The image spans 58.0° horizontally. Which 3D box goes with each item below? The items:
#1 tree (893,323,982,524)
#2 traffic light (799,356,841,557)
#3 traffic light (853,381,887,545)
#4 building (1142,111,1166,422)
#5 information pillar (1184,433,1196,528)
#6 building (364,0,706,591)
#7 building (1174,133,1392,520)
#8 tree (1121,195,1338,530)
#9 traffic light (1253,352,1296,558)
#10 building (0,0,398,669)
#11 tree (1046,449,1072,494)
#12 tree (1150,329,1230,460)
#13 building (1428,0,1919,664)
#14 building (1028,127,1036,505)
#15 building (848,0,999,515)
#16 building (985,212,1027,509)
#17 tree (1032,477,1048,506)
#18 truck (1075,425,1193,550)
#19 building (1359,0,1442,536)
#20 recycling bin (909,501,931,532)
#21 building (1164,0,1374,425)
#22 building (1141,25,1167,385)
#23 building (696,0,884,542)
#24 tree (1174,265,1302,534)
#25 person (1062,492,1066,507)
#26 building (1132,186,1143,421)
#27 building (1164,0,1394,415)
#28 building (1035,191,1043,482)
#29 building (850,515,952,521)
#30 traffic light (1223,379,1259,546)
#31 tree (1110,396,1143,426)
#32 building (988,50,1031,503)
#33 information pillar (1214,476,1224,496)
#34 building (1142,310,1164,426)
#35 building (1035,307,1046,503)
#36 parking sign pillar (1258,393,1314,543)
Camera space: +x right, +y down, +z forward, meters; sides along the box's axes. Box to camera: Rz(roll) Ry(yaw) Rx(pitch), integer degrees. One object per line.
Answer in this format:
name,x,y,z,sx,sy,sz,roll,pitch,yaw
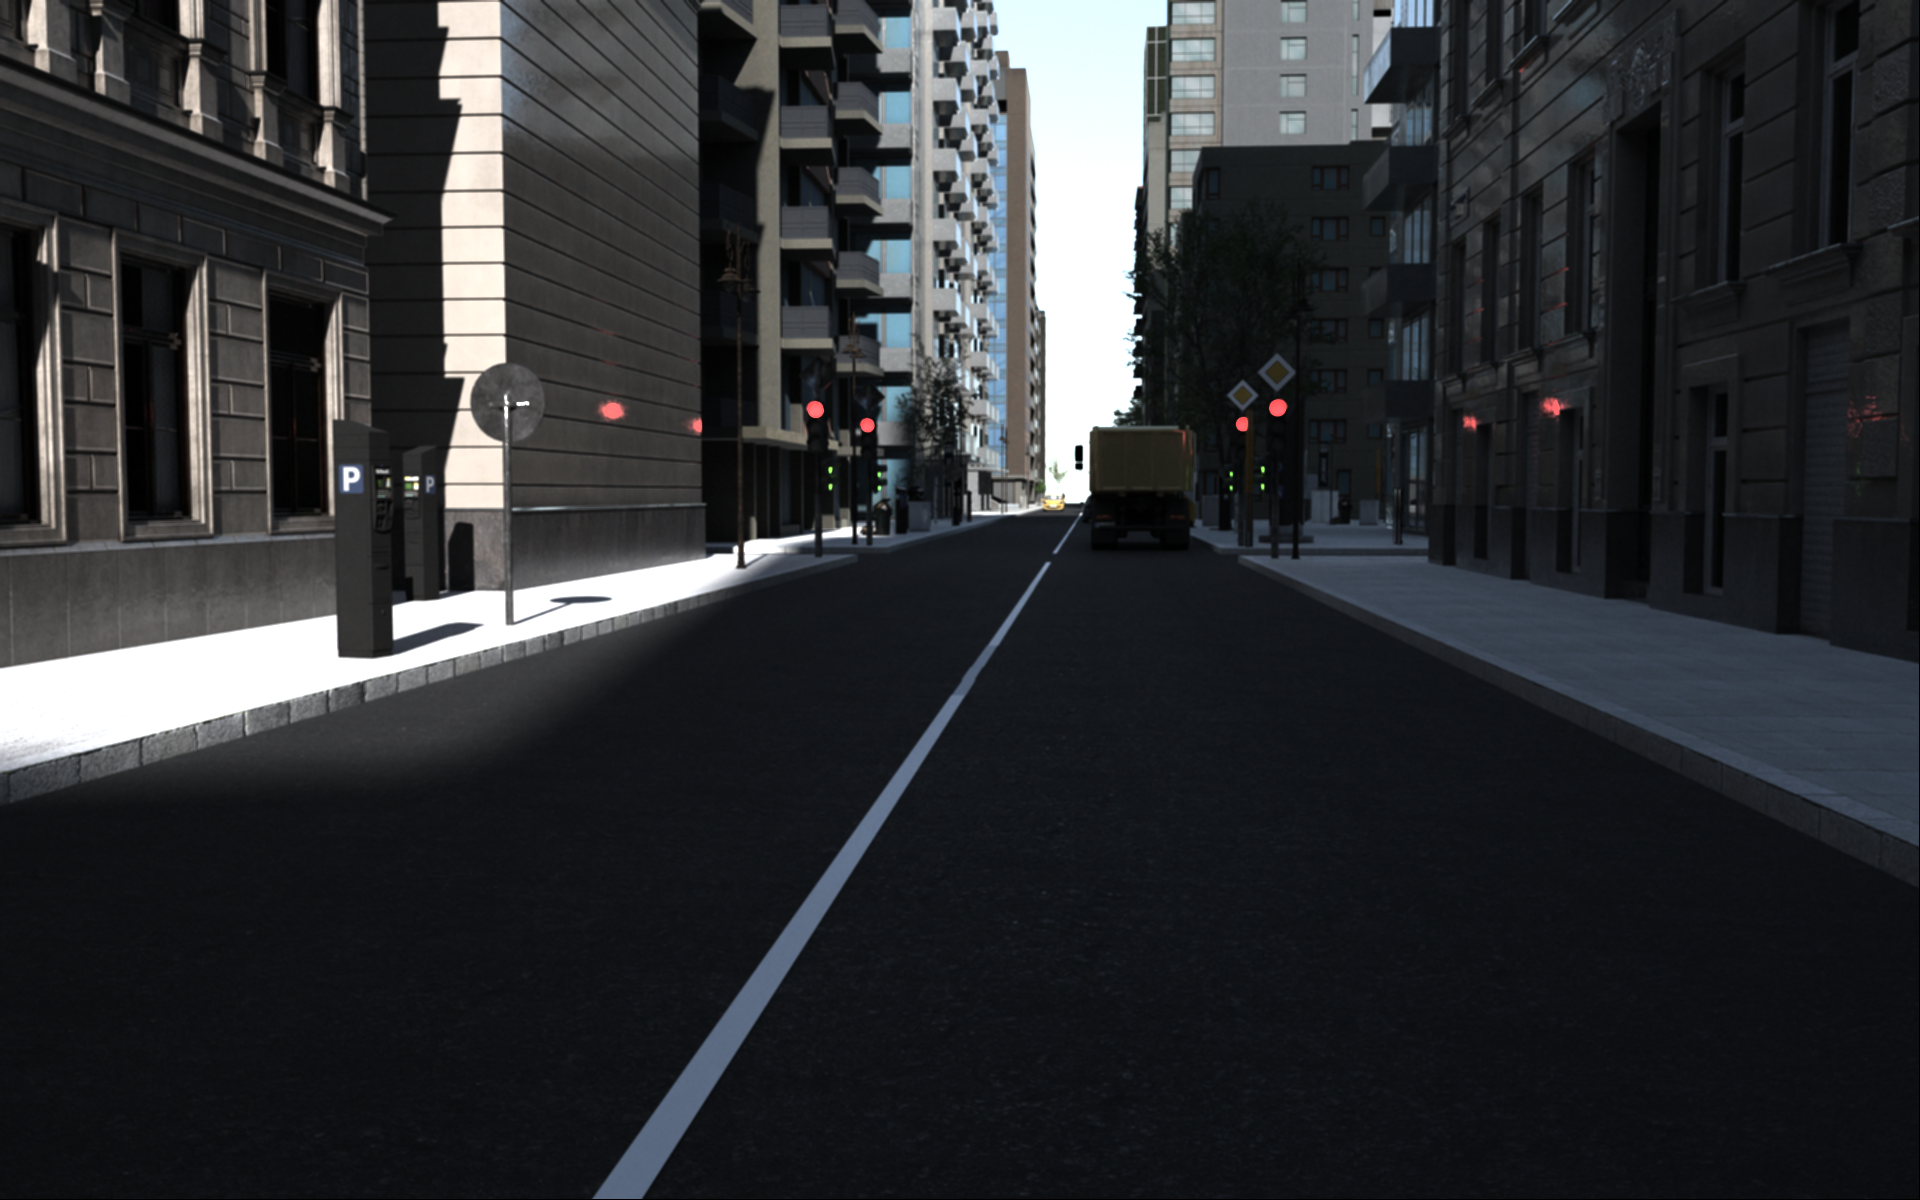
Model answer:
tree,-1.064,-7.646,75.367,4.360,8.622,3.978,0,3,0
traffic light,-2.864,-2.829,35.181,0.839,4.253,0.868,0,4,4
traffic light,-2.245,-3.316,43.142,0.839,4.253,0.868,0,4,4
building,33.619,-36.161,214.933,21.300,48.544,21.600,0,4,4
information pillar,8.798,-4.585,66.311,0.504,3.616,0.183,3,5,40
building,-17.543,-14.157,28.733,25.104,27.353,12.463,0,4,4
building,26.924,-15.584,99.831,27.650,21.520,28.899,0,4,4
tree,9.480,-8.313,61.666,9.928,11.665,9.643,0,3,0
traffic light,6.271,-2.787,34.489,0.839,4.253,0.868,0,4,4
building,-11.901,-8.923,10.522,10.561,19.102,19.286,0,4,4
tree,15.541,-19.977,276.987,4.737,8.622,4.395,0,3,0
tree,10.391,-7.808,78.021,4.737,8.622,4.395,0,3,0
building,13.438,-13.565,19.058,12.463,27.353,25.104,0,4,4
building,-1.704,-36.082,213.645,21.300,48.544,21.600,0,4,4
building,-8.502,-31.460,133.979,23.786,49.044,30.456,0,4,4
building,-9.992,-28.730,161.618,32.217,40.220,23.993,0,4,4
tree,9.091,-12.228,194.522,1.663,3.219,1.824,0,3,0
truck,4.888,-3.189,48.057,3.469,3.379,9.791,0,4,4
building,28.362,-26.598,54.492,30.456,49.044,23.786,0,4,4
recycling bin,-1.377,-2.874,59.544,0.722,1.027,0.722,0,4,4
building,22.066,-27.109,126.834,14.154,41.232,14.086,0,4,4
building,36.061,-50.510,264.082,20.563,71.187,20.611,0,4,4
building,-14.474,-24.671,58.002,22.147,44.769,28.867,0,4,4
tree,8.869,-6.416,55.260,4.360,8.622,3.978,0,3,0
person,11.111,-10.751,185.746,0.415,1.643,0.593,2,4,29
building,35.145,-35.815,240.192,22.147,44.769,28.867,0,4,4
building,31.426,-34.123,147.152,28.713,52.752,27.495,0,4,4
building,-0.610,-37.920,239.602,23.786,49.044,30.456,0,4,4
building,-10.655,-29.093,95.280,23.786,49.044,30.456,0,4,4
traffic light,6.890,-3.274,42.450,0.839,4.253,0.868,0,4,4
tree,20.216,-17.281,200.673,7.486,12.596,7.792,0,3,0
building,0.192,-32.396,179.792,14.600,45.320,14.200,0,4,4
information pillar,10.423,-3.995,69.807,0.304,2.012,0.304,-2,4,-23
building,32.880,-20.273,176.503,27.650,21.520,28.899,0,4,4
building,5.820,-30.009,262.355,14.160,30.474,14.107,0,4,4
parking sign pillar,8.629,-3.501,45.713,1.447,3.967,1.447,2,4,34
